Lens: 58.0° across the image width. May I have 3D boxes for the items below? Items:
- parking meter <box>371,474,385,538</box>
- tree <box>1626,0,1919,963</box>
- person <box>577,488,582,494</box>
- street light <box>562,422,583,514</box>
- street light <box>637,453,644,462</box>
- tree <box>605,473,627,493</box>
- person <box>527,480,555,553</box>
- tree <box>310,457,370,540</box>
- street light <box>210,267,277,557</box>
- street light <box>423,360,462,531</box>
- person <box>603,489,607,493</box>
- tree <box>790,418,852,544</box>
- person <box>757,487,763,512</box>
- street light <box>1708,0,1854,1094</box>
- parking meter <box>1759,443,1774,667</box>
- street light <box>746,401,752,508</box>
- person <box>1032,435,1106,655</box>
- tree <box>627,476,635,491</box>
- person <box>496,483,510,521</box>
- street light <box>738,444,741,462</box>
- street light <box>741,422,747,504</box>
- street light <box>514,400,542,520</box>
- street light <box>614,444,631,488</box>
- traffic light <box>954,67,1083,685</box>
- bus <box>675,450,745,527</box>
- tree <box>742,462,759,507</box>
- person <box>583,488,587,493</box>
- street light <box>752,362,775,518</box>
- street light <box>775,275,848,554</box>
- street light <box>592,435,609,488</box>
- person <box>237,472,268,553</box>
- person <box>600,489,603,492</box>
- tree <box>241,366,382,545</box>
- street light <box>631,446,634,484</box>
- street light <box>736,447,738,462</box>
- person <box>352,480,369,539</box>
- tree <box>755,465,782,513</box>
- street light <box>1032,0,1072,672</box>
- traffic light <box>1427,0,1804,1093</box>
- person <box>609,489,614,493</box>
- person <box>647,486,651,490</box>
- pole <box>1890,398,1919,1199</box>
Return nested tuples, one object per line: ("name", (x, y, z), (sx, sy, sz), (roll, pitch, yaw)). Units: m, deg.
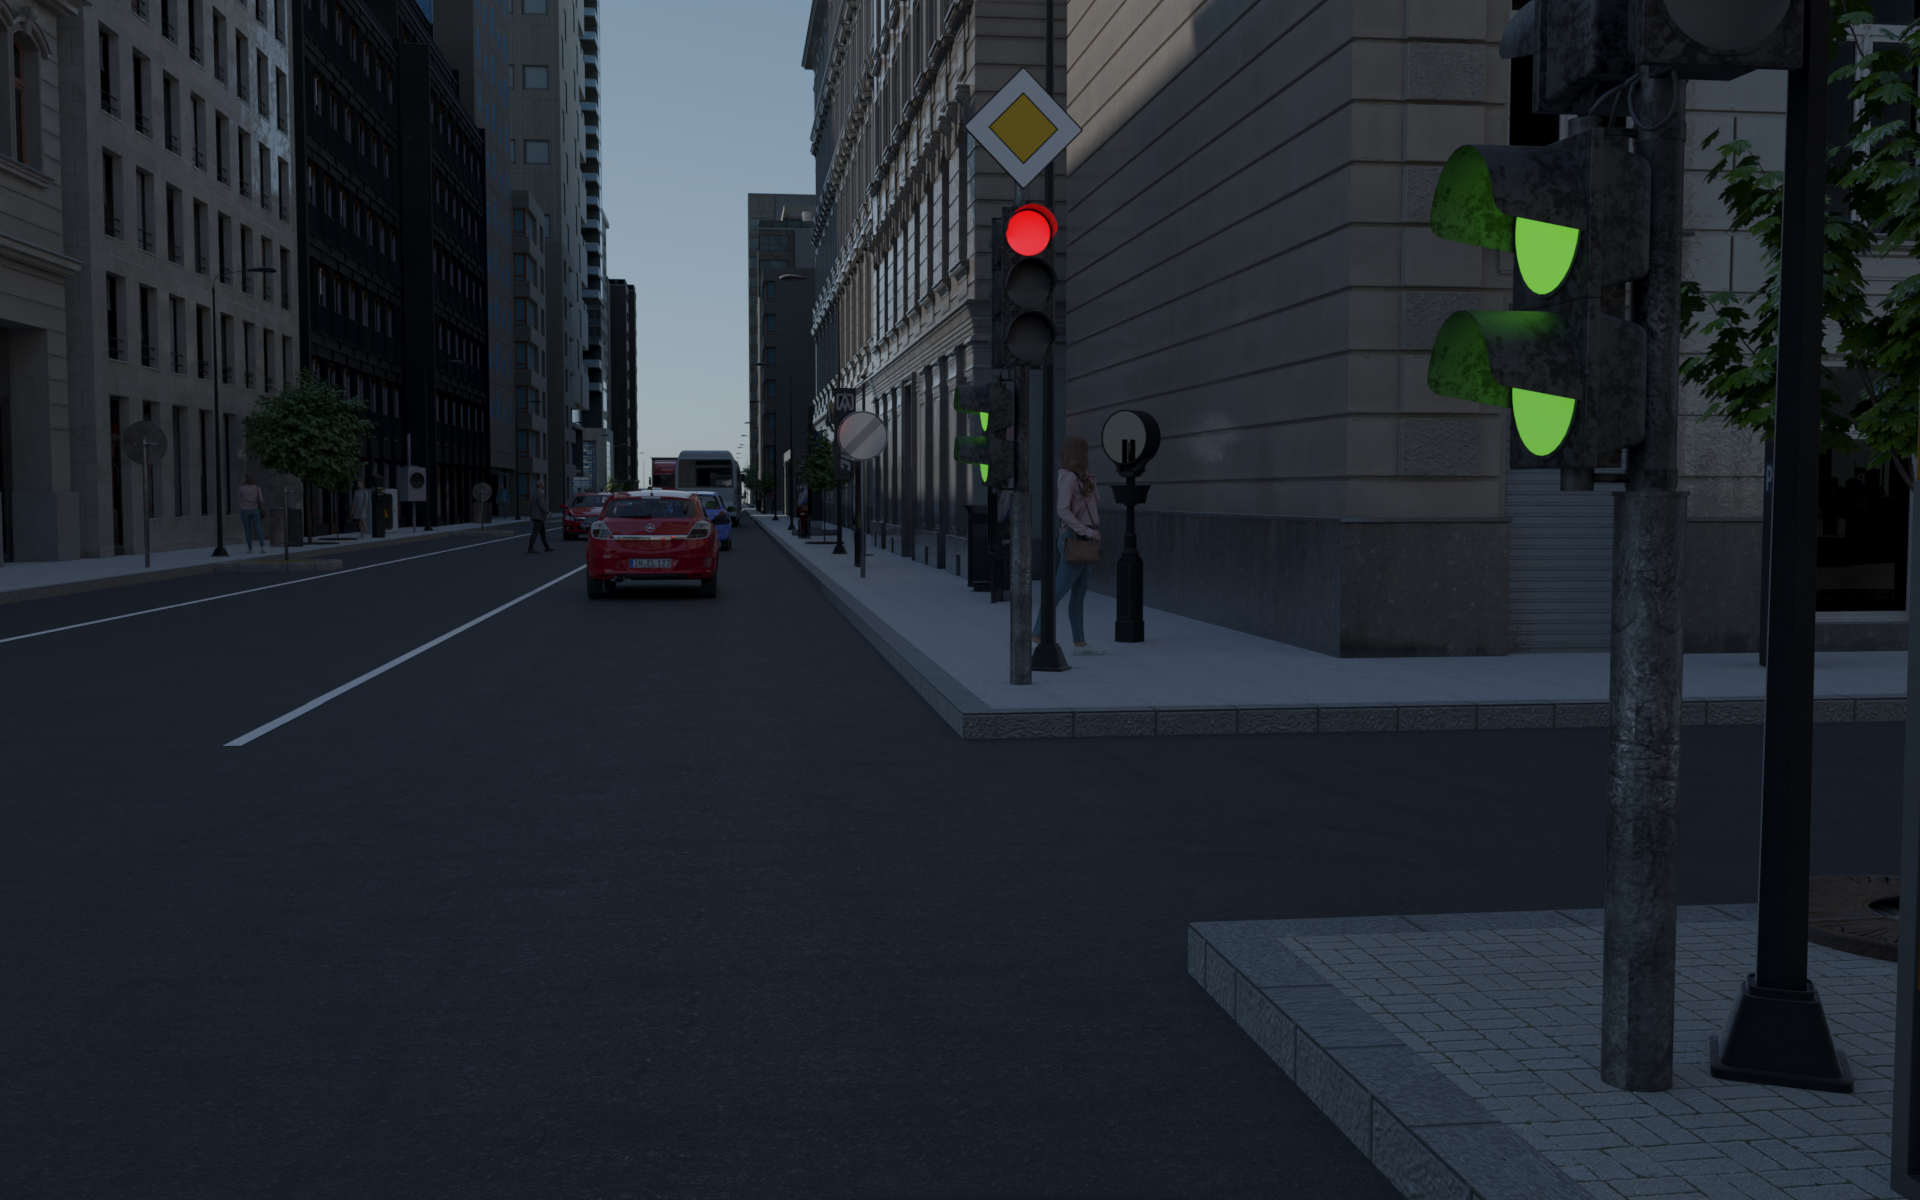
("parking meter", (-17.075, -2.759, 50.825), (0.399, 1.863, 0.255), (3, 5, 44))
("tree", (3.051, -0.639, 5.055), (1.663, 3.219, 1.824), (0, 3, 0))
("person", (-26.444, -6.910, 119.814), (0.721, 1.735, 1.217), (-1, 4, -22))
("street light", (-24.828, -8.462, 110.897), (1.470, 5.913, 1.316), (0, 4, -8))
("street light", (-35.965, -13.515, 193.503), (1.470, 5.913, 1.316), (0, 4, -8))
("tree", (-31.797, -9.985, 157.862), (1.663, 3.219, 1.824), (0, 3, 0))
("person", (-10.210, -2.044, 42.319), (0.834, 1.777, 0.661), (-3, 5, -43))
("tree", (-17.487, -3.296, 48.499), (1.663, 3.219, 1.824), (0, 3, 0))
("street light", (-14.653, -3.848, 35.457), (1.470, 5.913, 1.316), (0, 4, -8))
("street light", (-17.989, -5.364, 60.237), (1.470, 5.913, 1.316), (0, 4, -8))
("person", (-33.001, -9.429, 160.876), (0.551, 1.740, 0.621), (-1, 4, -14))
("tree", (-3.455, -3.048, 44.438), (1.663, 3.219, 1.824), (0, 3, 0))
("person", (-14.277, -7.196, 123.792), (0.705, 1.812, 1.348), (-2, 4, -26))
("street light", (1.294, -1.902, 3.632), (1.470, 5.913, 1.316), (0, 4, -8))
("parking meter", (6.091, -0.432, 12.768), (0.255, 1.863, 0.399), (1, 4, 11))
("street light", (-9.726, -6.942, 86.045), (1.470, 5.913, 1.316), (0, 4, -8))
("person", (0.838, -0.433, 13.705), (0.643, 1.750, 0.593), (0, 4, 5))
("tree", (-35.310, -11.612, 184.456), (1.663, 3.219, 1.824), (0, 3, 0))
("person", (-21.633, -4.624, 81.990), (0.601, 1.785, 0.444), (0, 4, 8))
("street light", (-16.493, -10.005, 136.115), (1.470, 5.913, 1.316), (0, 4, -8))
("street light", (-13.183, -8.508, 111.649), (1.470, 5.913, 1.316), (0, 4, -8))
("street light", (-21.393, -6.926, 85.777), (1.470, 5.913, 1.316), (0, 4, -8))
("street light", (-31.371, -11.456, 159.840), (1.470, 5.913, 1.316), (0, 4, -8))
("traffic light", (0.392, -1.386, 11.580), (0.839, 4.253, 0.868), (0, 4, -8))
("bus", (-11.394, -5.161, 79.246), (2.948, 3.499, 13.247), (0, 4, -6))
("tree", (-20.496, -11.592, 173.246), (4.285, 4.588, 4.351), (0, 3, 0))
("person", (-27.070, -7.265, 125.562), (0.721, 1.736, 1.217), (-1, 4, -11))
("street light", (-6.519, -5.431, 61.337), (1.470, 5.913, 1.316), (0, 4, -8))
("street light", (-3.118, -3.935, 36.883), (1.470, 5.913, 1.316), (0, 4, -8))
("street light", (-28.137, -9.959, 135.364), (1.470, 5.913, 1.316), (0, 4, -8))
("person", (-15.258, -1.882, 37.409), (0.593, 1.750, 0.643), (-2, 4, -29))
("person", (-30.052, -8.451, 144.894), (0.721, 1.739, 1.217), (0, 4, 2))
("tree", (-16.612, -3.709, 44.362), (4.285, 4.588, 4.351), (0, 3, 0))
("street light", (-32.501, -11.978, 168.388), (1.470, 5.913, 1.316), (0, 4, -8))
("street light", (-19.849, -11.549, 161.372), (1.470, 5.913, 1.316), (0, 4, -8))
("person", (-17.284, -2.627, 49.991), (0.512, 1.701, 0.522), (1, 4, 13))
("tree", (-14.250, -8.050, 126.218), (1.663, 3.219, 1.824), (0, 3, 0))
("street light", (0.106, -2.438, 12.405), (1.470, 5.913, 1.316), (0, 4, -8))
("traffic light", (1.458, -0.902, 3.666), (0.839, 4.253, 0.868), (0, 4, -8))
("person", (-31.368, -9.127, 155.959), (1.217, 1.739, 0.721), (-1, 4, -9))
("person", (-13.035, -3.926, 73.109), (0.534, 1.772, 0.576), (3, 4, 36))
("pole", (1.802, -0.562, 3.027), (0.158, 3.312, 0.155), (0, 3, 0))
